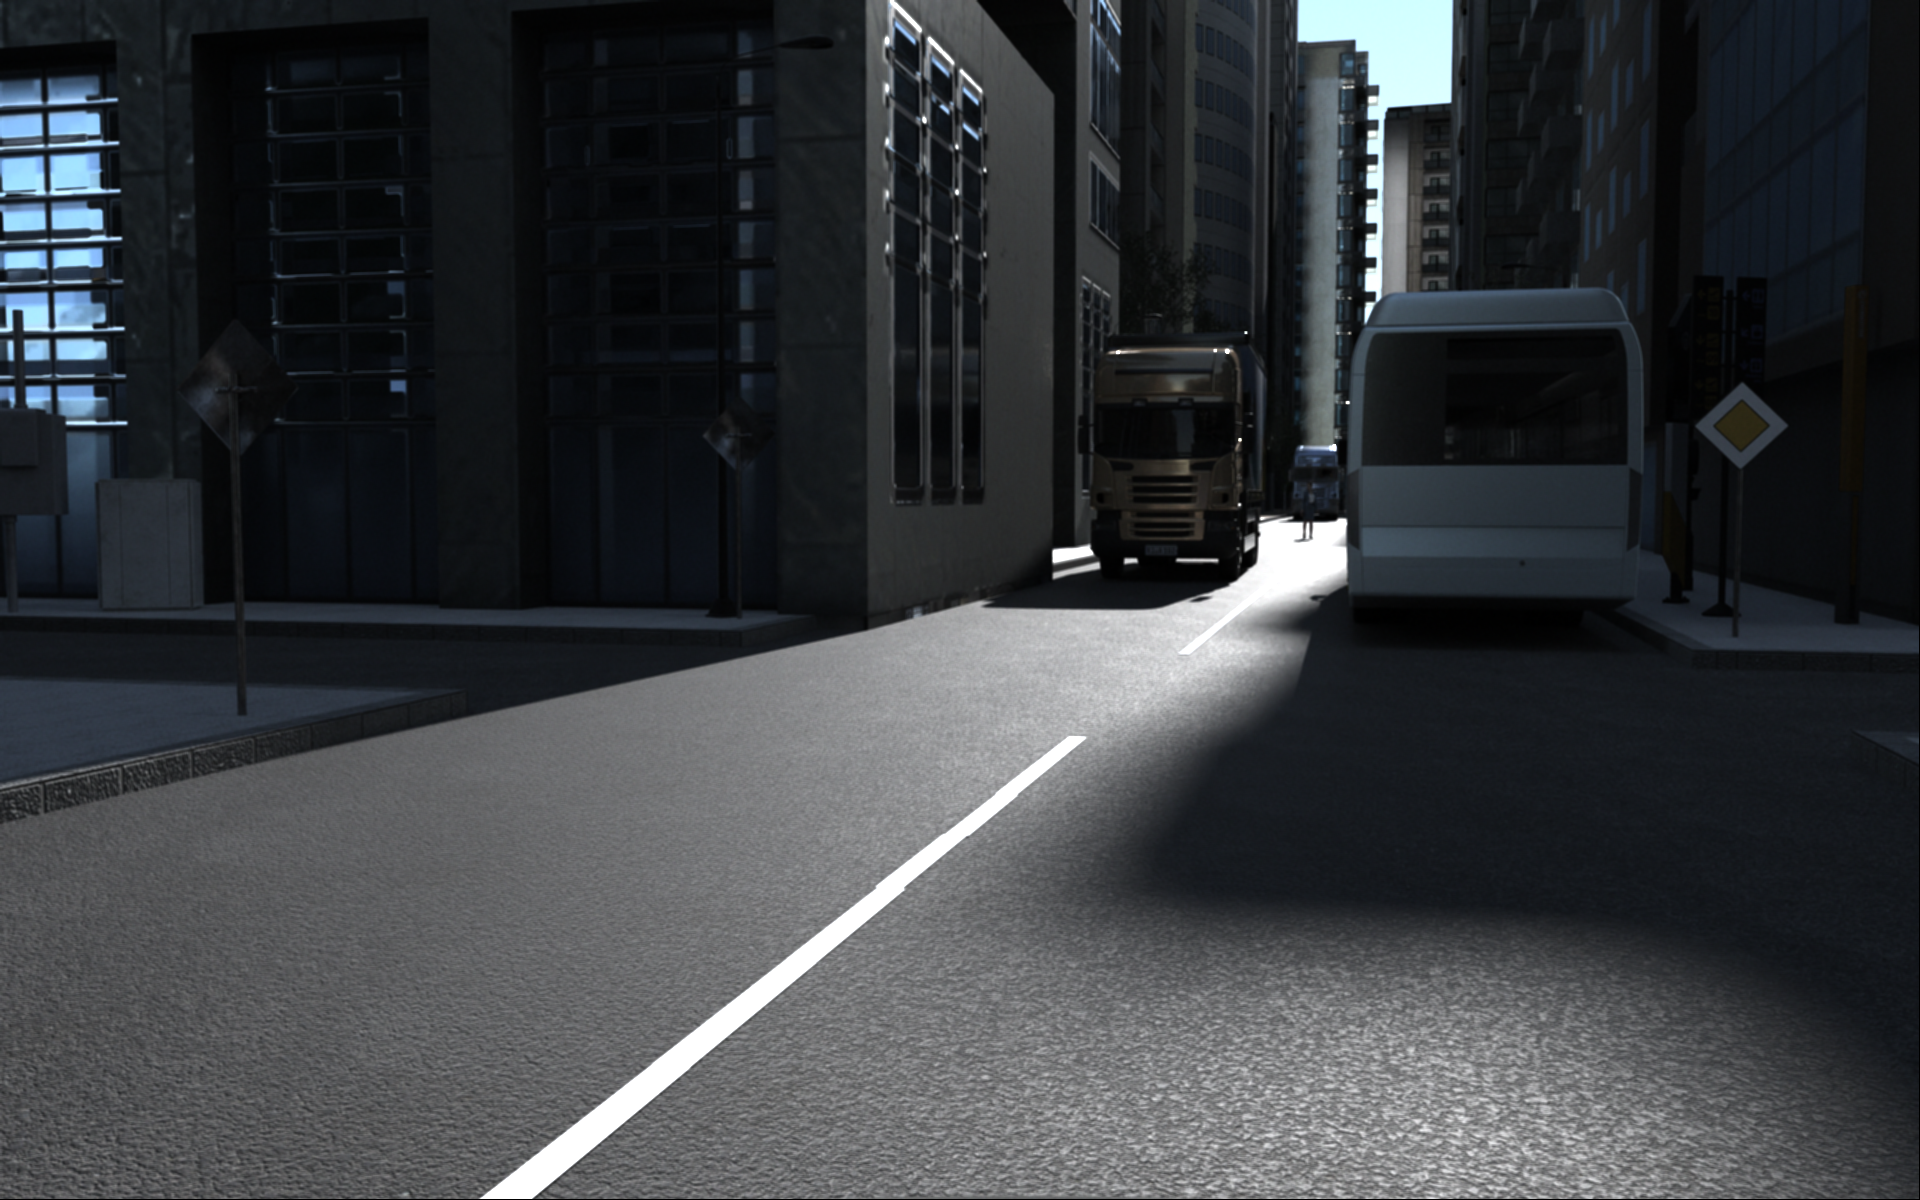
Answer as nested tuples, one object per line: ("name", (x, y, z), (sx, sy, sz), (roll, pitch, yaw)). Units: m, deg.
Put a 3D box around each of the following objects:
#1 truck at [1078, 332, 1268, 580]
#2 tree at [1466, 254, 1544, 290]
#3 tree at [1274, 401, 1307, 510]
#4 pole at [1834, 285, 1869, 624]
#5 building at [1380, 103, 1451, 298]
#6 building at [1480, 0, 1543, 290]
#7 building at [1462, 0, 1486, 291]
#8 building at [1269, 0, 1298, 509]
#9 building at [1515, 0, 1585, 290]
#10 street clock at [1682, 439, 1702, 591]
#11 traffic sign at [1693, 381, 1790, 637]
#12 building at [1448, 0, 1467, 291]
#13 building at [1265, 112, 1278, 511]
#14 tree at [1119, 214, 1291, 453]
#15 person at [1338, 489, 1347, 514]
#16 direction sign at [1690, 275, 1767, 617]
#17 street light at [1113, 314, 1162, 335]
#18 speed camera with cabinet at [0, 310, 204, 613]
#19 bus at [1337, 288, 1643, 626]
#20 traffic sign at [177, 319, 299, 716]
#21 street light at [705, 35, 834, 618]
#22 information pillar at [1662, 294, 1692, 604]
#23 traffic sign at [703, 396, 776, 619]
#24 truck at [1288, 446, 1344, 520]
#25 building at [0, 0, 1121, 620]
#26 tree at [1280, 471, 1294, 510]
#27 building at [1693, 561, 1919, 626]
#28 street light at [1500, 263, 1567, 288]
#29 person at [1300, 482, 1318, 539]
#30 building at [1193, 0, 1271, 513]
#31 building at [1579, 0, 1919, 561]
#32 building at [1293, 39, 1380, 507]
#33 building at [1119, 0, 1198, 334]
("truck", (4.283, -2.667, 32.511), (2.839, 4.237, 11.283), (1, 4, 12))
("tree", (17.123, -6.290, 53.196), (4.360, 8.622, 3.978), (0, 3, 0))
("tree", (25.549, -11.395, 136.678), (4.737, 8.622, 4.395), (0, 3, 0))
("pole", (8.777, -1.419, 17.043), (0.158, 3.312, 0.155), (0, 3, 0))
("building", (49.808, -30.099, 175.717), (14.086, 41.232, 14.154), (1, 4, 14))
("building", (36.505, -19.926, 97.497), (14.160, 30.474, 14.107), (1, 4, 14))
("building", (44.993, -35.149, 116.691), (21.231, 58.520, 28.212), (1, 4, 14))
("building", (19.389, -43.868, 155.493), (20.611, 71.187, 20.563), (1, 4, 14))
("building", (34.322, -27.438, 68.214), (23.786, 49.044, 30.456), (1, 4, 14))
("street clock", (9.647, -1.127, 22.998), (0.358, 2.002, 0.471), (1, 4, 17))
("traffic sign", (6.953, -0.724, 15.476), (0.795, 2.450, 0.064), (1, 4, 14))
("building", (54.796, -33.878, 143.139), (28.713, 52.752, 27.495), (1, 4, 14))
("building", (15.673, -21.735, 127.076), (14.160, 30.474, 14.107), (1, 4, 14))
("tree", (6.166, -7.591, 58.529), (7.601, 10.594, 8.767), (-1, 4, -9))
("person", (27.970, -7.253, 127.163), (0.705, 1.814, 1.350), (-3, 5, -43))
("direction sign", (8.015, -1.598, 18.127), (0.876, 3.537, 0.379), (-1, 4, -15))
("street light", (4.542, -4.435, 45.049), (1.470, 5.913, 1.316), (1, 4, 14))
("speed camera with cabinet", (-9.488, -1.510, 19.025), (2.038, 3.252, 0.660), (-1, 4, -13))
("bus", (6.270, -1.666, 22.097), (2.948, 3.499, 13.247), (1, 4, 13))
("traffic sign", (-4.162, -0.388, 9.985), (0.795, 2.450, 0.064), (1, 4, 14))
("street light", (-1.955, -2.769, 17.813), (1.470, 5.913, 1.316), (1, 4, 14))
("information pillar", (8.387, -1.768, 20.256), (0.183, 3.616, 0.504), (3, 5, 44))
("traffic sign", (-2.266, -0.862, 17.743), (0.795, 2.450, 0.064), (1, 4, 14))
("truck", (21.071, -6.890, 102.410), (2.967, 4.110, 18.799), (1, 4, 12))
("building", (-8.137, -44.071, 33.232), (22.319, 86.520, 31.000), (1, 4, 14))
("tree", (26.596, -8.936, 140.704), (1.663, 3.219, 1.824), (0, 3, 0))
("building", (17.243, -22.599, 19.605), (14.200, 45.320, 14.600), (1, 4, 14))
("street light", (11.540, -3.809, 34.818), (1.470, 5.913, 1.316), (1, 4, 14))
("person", (11.127, -2.855, 55.195), (0.581, 1.822, 0.654), (0, 4, 3))
("building", (7.466, -34.509, 106.219), (21.231, 58.520, 28.212), (1, 4, 14))
("building", (22.703, -23.846, 39.998), (14.600, 45.320, 14.200), (1, 4, 14))
("building", (29.084, -34.632, 185.834), (30.456, 49.044, 23.786), (1, 4, 14))
("building", (2.247, -23.807, 72.845), (14.154, 41.232, 14.086), (1, 4, 14))
